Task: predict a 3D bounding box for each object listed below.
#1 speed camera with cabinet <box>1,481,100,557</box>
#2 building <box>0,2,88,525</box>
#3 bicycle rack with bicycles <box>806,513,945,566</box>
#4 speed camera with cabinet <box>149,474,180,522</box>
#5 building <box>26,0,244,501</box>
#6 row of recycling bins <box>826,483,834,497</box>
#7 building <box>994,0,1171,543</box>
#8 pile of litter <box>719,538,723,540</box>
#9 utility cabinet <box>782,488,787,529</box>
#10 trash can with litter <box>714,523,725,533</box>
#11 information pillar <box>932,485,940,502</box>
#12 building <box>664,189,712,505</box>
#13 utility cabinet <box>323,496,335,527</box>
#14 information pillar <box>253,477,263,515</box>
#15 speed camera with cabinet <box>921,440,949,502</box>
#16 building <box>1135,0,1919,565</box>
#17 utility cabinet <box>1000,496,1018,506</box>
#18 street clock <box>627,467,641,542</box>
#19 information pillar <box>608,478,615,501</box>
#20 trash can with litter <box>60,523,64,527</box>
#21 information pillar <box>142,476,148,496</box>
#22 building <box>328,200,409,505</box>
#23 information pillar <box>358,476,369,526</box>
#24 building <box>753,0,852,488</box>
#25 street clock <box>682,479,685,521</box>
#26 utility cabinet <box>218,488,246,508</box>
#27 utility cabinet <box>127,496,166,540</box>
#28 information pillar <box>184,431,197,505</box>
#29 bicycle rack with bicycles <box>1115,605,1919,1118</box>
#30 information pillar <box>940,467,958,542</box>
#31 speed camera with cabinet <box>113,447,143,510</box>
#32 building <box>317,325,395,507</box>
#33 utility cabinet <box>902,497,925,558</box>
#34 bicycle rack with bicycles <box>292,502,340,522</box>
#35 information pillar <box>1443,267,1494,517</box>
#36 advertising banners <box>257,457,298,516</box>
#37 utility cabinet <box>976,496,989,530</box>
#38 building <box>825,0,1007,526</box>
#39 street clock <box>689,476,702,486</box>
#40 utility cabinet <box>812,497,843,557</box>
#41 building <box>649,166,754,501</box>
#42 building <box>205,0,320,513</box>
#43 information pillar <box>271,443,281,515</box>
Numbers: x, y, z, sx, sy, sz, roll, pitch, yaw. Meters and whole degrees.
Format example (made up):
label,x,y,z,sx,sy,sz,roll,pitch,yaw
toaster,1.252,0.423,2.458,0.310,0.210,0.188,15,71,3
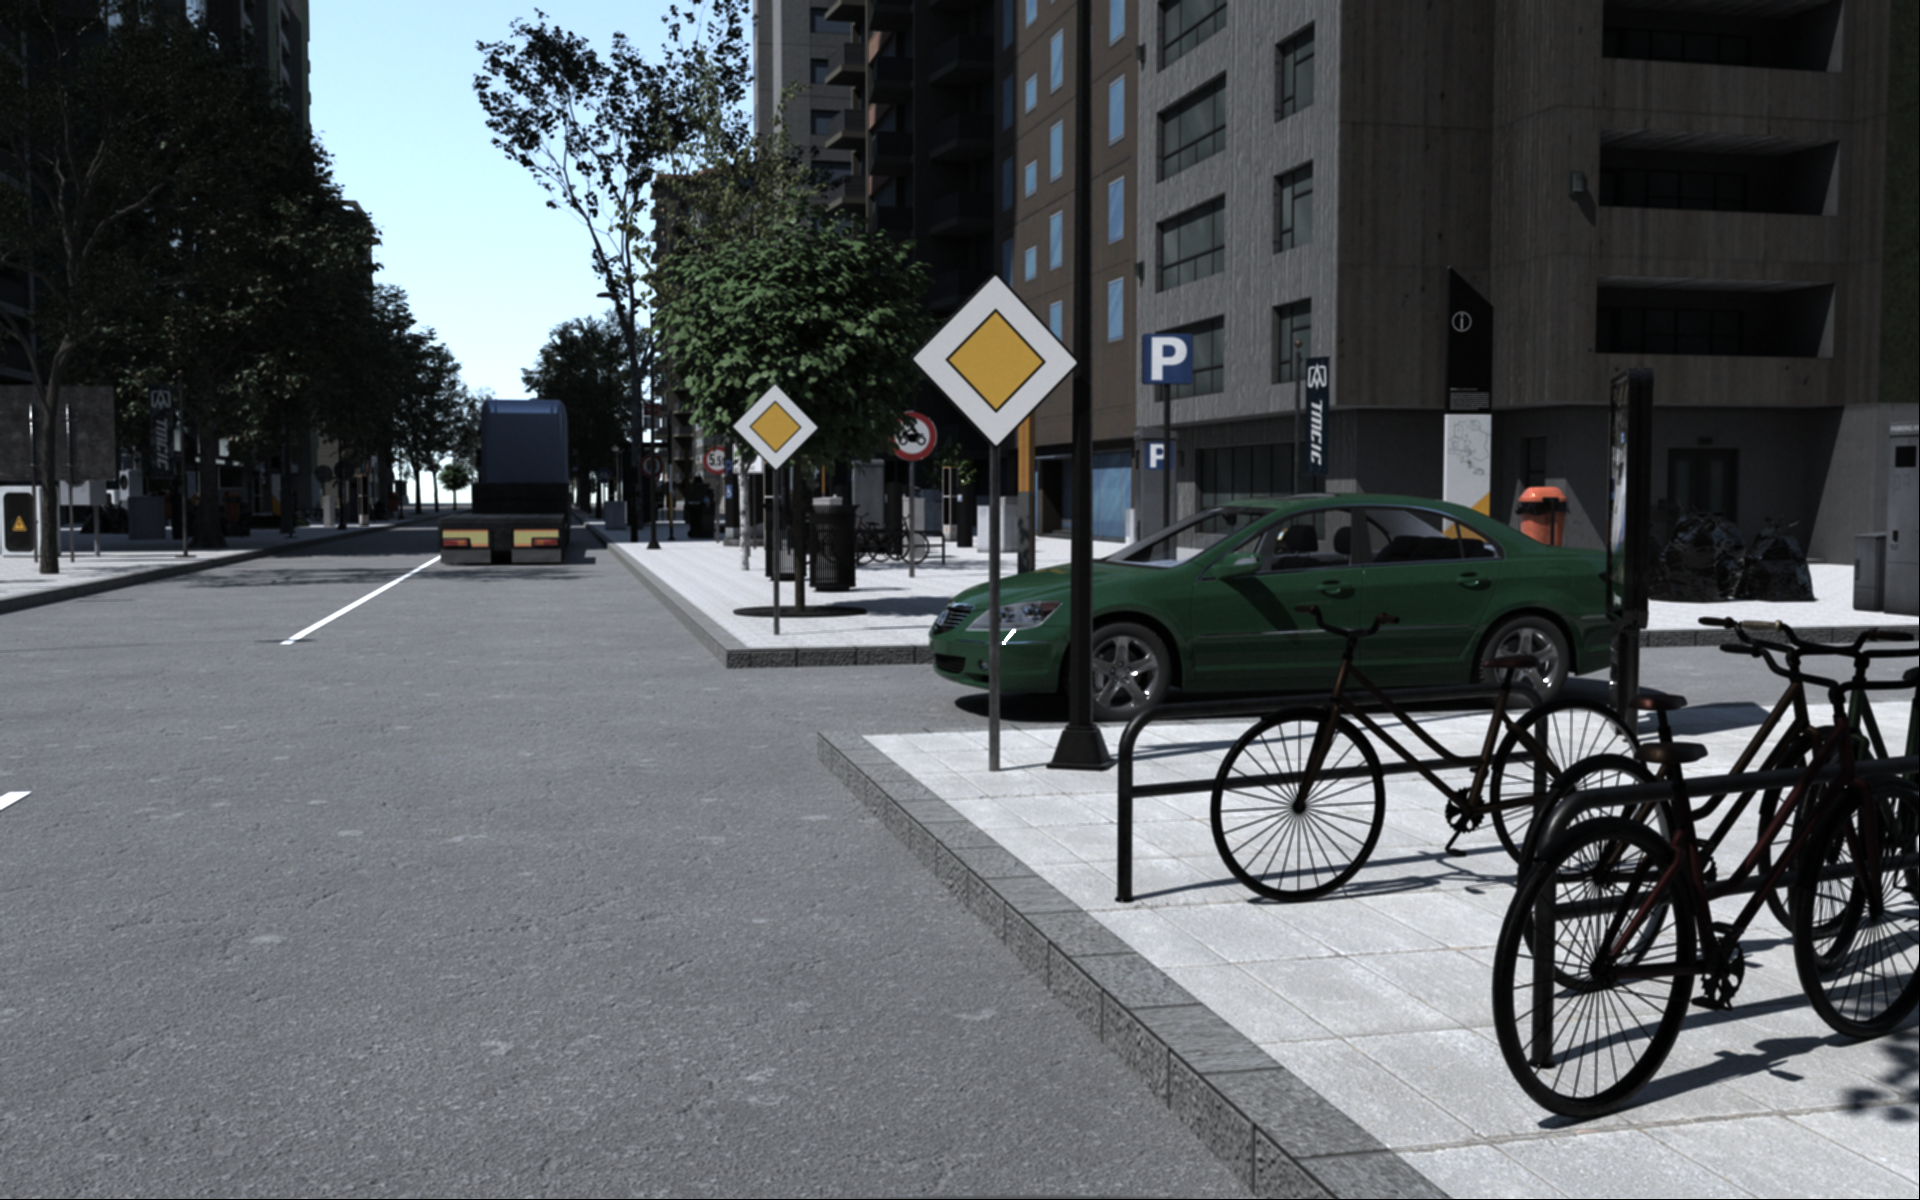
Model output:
label,x,y,z,sx,sy,sz,roll,pitch,yaw
speed camera with cabinet,-18.432,-2.497,35.157,2.038,3.252,0.660,1,4,9
building,-47.724,-38.569,68.849,20.563,71.187,20.611,-1,4,-13
bicycle rack with bicycles,-1.710,-1.140,32.014,2.925,0.926,2.852,-2,4,-29
speed camera with cabinet,-36.290,-5.215,79.604,2.038,3.252,0.660,1,4,18
building,-54.336,-29.128,95.844,23.786,49.044,30.456,-1,4,-13
row of recycling bins,-4.932,-3.674,67.180,1.069,1.692,3.534,1,4,20
building,9.439,-24.451,49.881,14.600,45.320,14.200,-1,4,-13
pile of litter,-6.069,-2.149,49.108,1.719,0.858,1.176,0,4,-4
utility cabinet,-5.878,-3.274,62.209,1.173,1.500,0.318,0,4,-7
trash can with litter,-7.638,-2.820,57.493,0.624,1.170,1.055,3,4,38
information pillar,-0.824,-3.466,61.166,0.304,2.012,0.304,-1,4,-12
building,-19.353,-31.705,210.250,32.217,40.220,23.993,-1,4,-13
utility cabinet,-24.963,-3.508,68.514,0.306,1.237,1.020,-1,4,-11
information pillar,-30.702,-4.361,75.792,0.304,2.012,0.304,0,4,-1
speed camera with cabinet,-0.993,-3.999,59.727,2.038,3.252,0.660,3,5,42
building,12.501,-16.169,36.057,14.107,30.474,14.160,-1,4,-13
utility cabinet,1.332,-2.234,47.681,0.306,1.237,1.020,2,4,26
street clock,-8.699,-2.547,46.207,0.358,2.002,0.471,-1,4,-10
information pillar,-16.117,-4.624,80.088,0.304,2.012,0.304,-1,4,-15
trash can with litter,-35.185,-3.384,66.718,0.624,1.170,1.055,2,4,33
information pillar,-33.944,-4.127,71.961,0.304,2.012,0.304,2,4,34
building,-85.325,-31.827,212.244,32.217,40.220,23.993,-1,4,-13
information pillar,-23.802,-3.953,69.122,0.304,2.012,0.304,-3,5,-44
building,-3.601,-35.280,118.819,21.231,58.520,28.212,-1,4,-13
street clock,-13.014,-4.748,82.203,0.358,2.002,0.471,-2,4,-29
utility cabinet,-25.574,-3.176,60.603,0.318,1.500,1.173,2,4,33
utility cabinet,-23.090,-2.325,49.168,0.306,1.237,1.020,2,4,27
information pillar,-27.648,-4.324,62.056,0.504,3.616,0.183,-3,5,-45
bicycle rack with bicycles,1.901,0.513,4.996,2.925,0.926,2.852,-2,4,-25
information pillar,-0.263,-2.584,46.739,0.304,2.012,0.304,3,5,44
speed camera with cabinet,-31.458,-4.321,64.991,2.038,3.252,0.660,3,4,37
building,-77.051,-20.940,187.407,27.650,21.520,28.899,-1,4,-13
utility cabinet,-0.928,-1.456,34.966,0.306,1.237,1.020,-1,4,-12
bicycle rack with bicycles,-29.470,-4.113,80.631,2.925,0.926,2.852,-1,4,-15
information pillar,5.254,-1.628,17.981,0.504,3.616,0.183,0,4,-4
advertising banners,-32.470,-5.274,82.413,0.090,3.025,2.074,3,4,37
utility cabinet,1.082,-3.121,62.187,1.020,1.237,0.306,2,4,33
building,5.645,-25.973,79.290,22.147,44.769,28.867,-1,4,-13
street clock,-10.568,-3.998,69.931,0.358,2.002,0.471,1,4,9
utility cabinet,-2.746,-1.508,35.812,0.306,1.237,1.020,-2,4,-25
building,-30.396,-35.474,234.620,22.147,44.769,28.867,-1,4,-13
building,-57.819,-27.474,132.789,14.154,41.232,14.086,-1,4,-13
information pillar,-28.258,-4.908,71.606,0.504,3.616,0.183,2,4,28
